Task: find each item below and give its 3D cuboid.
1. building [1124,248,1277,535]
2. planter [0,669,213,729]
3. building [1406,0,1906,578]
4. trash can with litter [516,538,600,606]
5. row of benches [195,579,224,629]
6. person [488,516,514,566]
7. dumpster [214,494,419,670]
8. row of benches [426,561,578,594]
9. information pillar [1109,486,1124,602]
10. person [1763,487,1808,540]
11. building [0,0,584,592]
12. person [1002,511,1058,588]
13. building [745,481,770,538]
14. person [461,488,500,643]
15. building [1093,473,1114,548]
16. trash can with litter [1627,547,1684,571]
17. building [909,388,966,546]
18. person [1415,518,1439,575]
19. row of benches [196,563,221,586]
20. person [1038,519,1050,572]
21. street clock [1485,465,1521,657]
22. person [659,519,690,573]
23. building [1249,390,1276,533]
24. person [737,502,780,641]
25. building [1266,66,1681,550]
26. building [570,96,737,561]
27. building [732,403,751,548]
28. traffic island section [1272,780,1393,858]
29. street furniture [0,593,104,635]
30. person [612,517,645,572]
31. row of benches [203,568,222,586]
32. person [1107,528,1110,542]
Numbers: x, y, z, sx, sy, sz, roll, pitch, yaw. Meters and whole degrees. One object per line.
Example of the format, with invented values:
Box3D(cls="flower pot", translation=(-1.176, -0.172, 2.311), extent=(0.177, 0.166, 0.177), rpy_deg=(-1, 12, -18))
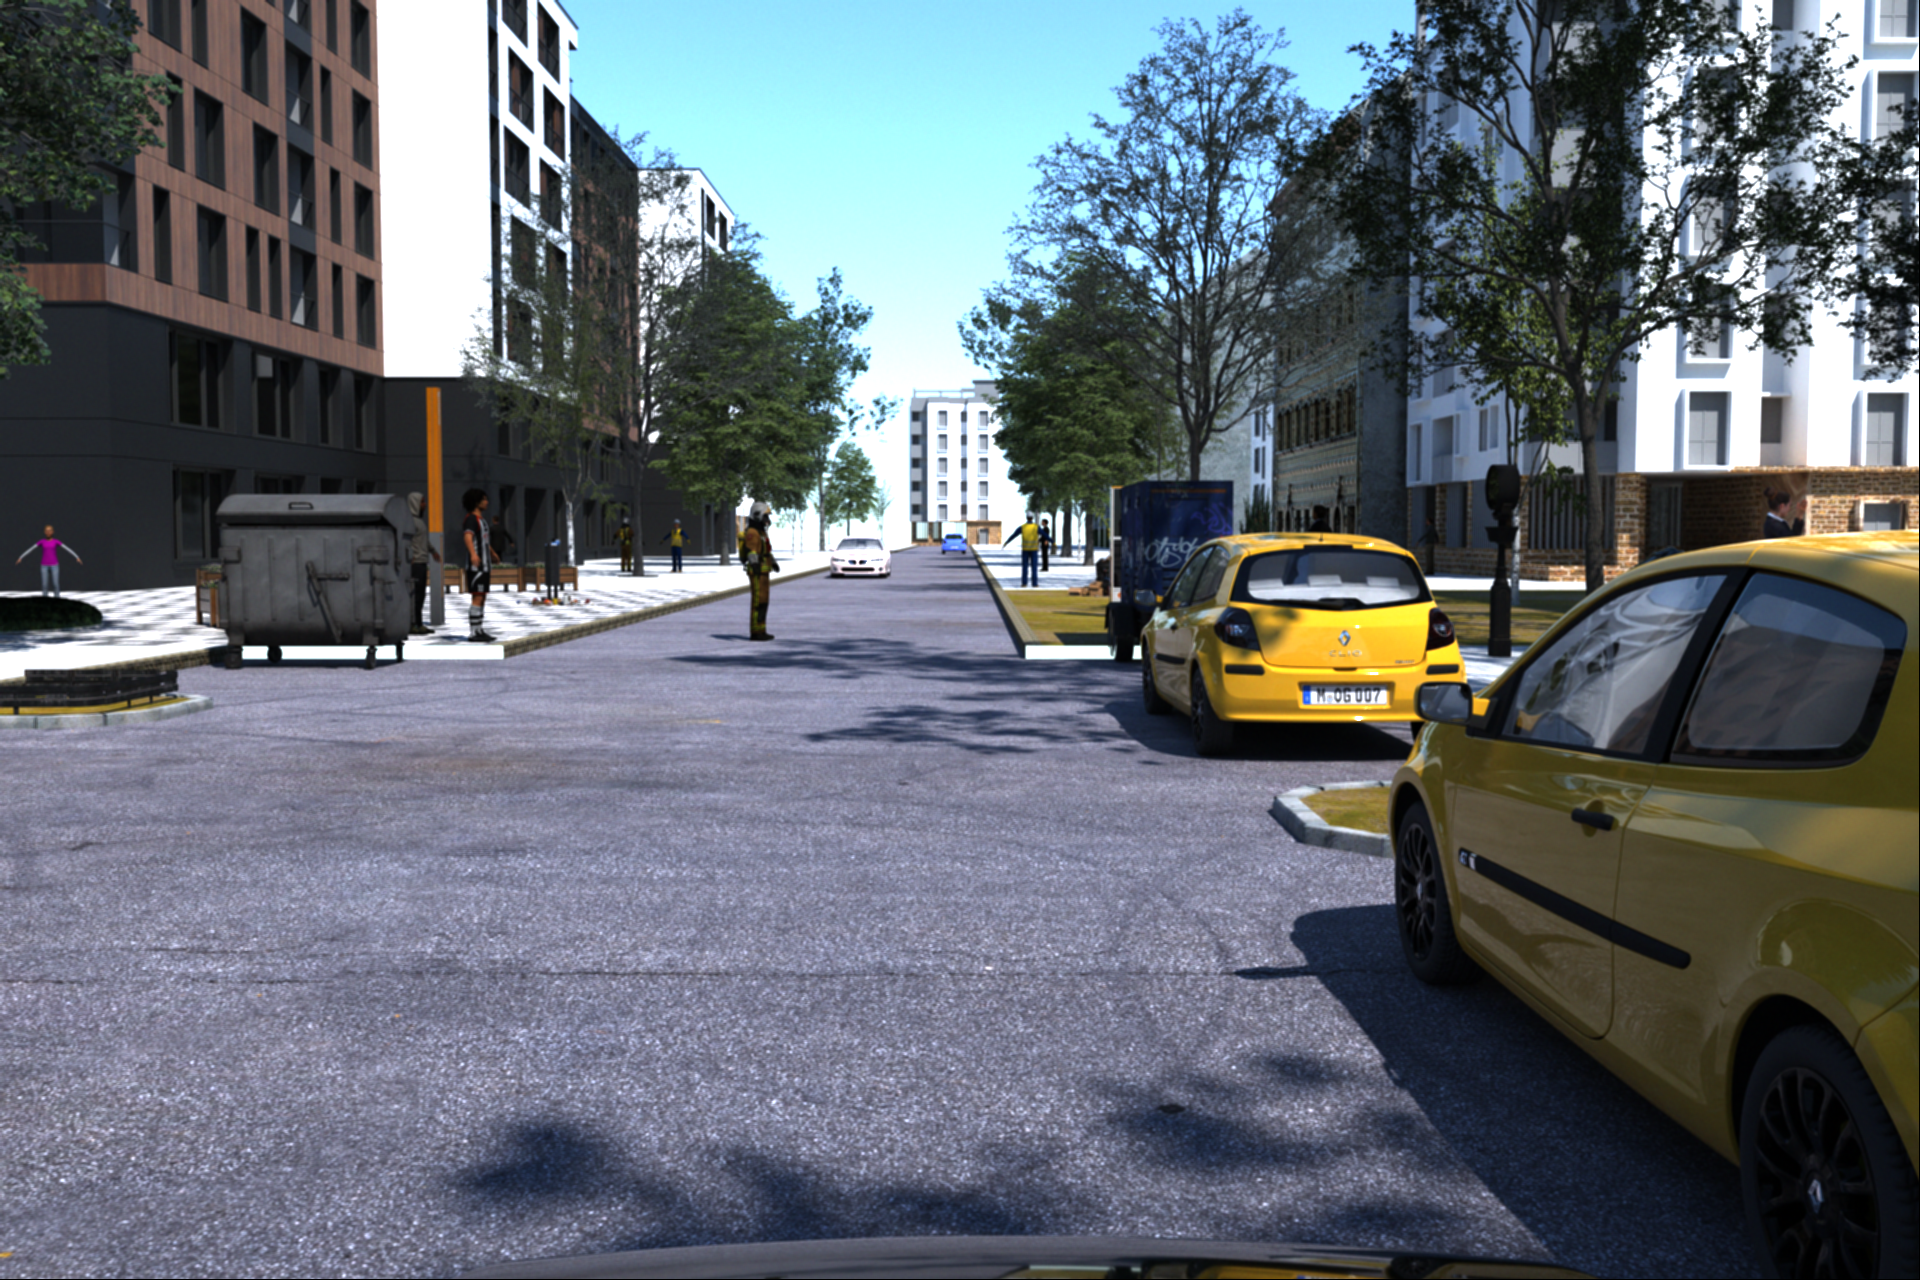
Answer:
Box3D(cls="building", translation=(22.682, -19.013, 141.796), extent=(19.493, 23.208, 18.063), rpy_deg=(0, 4, 1))
Box3D(cls="planter", translation=(-7.119, 0.454, 13.716), extent=(1.991, 0.319, 1.994), rpy_deg=(0, 3, 0))
Box3D(cls="building", translation=(20.747, -12.383, 58.884), extent=(16.016, 20.090, 11.380), rpy_deg=(0, 4, 0))
Box3D(cls="trash can with litter", translation=(-7.289, -1.269, 31.812), extent=(1.678, 1.210, 2.233), rpy_deg=(0, 4, 0))
Box3D(cls="row of benches", translation=(-9.423, -0.462, 23.016), extent=(1.422, 0.672, 4.104), rpy_deg=(-2, 4, -34))
Box3D(cls="person", translation=(-13.092, -2.606, 48.837), extent=(0.704, 1.802, 1.346), rpy_deg=(3, 4, 37))
Box3D(cls="dumpster", translation=(-6.944, -0.644, 18.745), extent=(1.865, 1.857, 1.264), rpy_deg=(0, 4, 0))
Box3D(cls="row of benches", translation=(-10.264, -1.366, 37.791), extent=(1.422, 0.672, 4.104), rpy_deg=(3, 5, 44))
Box3D(cls="information pillar", translation=(2.483, -1.369, 26.871), extent=(0.304, 2.012, 0.304), rpy_deg=(0, 4, -1))
Box3D(cls="person", translation=(7.773, -0.573, 16.216), extent=(0.445, 1.727, 0.742), rpy_deg=(-1, 4, -12))
Box3D(cls="building", translation=(-29.309, -12.851, 54.095), extent=(27.936, 21.610, 32.646), rpy_deg=(0, 3, 0))
Box3D(cls="person", translation=(1.675, -2.178, 41.580), extent=(1.349, 1.833, 0.705), rpy_deg=(0, 4, 3))
Box3D(cls="building", translation=(-25.200, -19.185, 170.086), extent=(16.016, 20.090, 11.380), rpy_deg=(0, 4, 1))
Box3D(cls="person", translation=(-5.705, -0.884, 20.596), extent=(0.704, 1.843, 1.345), rpy_deg=(0, 4, -5))
Box3D(cls="building", translation=(21.968, -18.517, 169.204), extent=(16.747, 18.905, 31.486), rpy_deg=(0, 4, 0))
Box3D(cls="trash can with litter", translation=(5.836, -0.232, 15.174), extent=(1.055, 1.170, 0.624), rpy_deg=(0, 4, 0))
Box3D(cls="building", translation=(-5.928, -21.814, 215.527), extent=(11.380, 20.090, 16.016), rpy_deg=(0, 4, -5))
Box3D(cls="person", translation=(14.717, -2.941, 54.349), extent=(0.705, 1.796, 1.348), rpy_deg=(3, 5, 43))
Box3D(cls="row of benches", translation=(-14.321, -1.248, 35.872), extent=(4.104, 0.672, 1.422), rpy_deg=(2, 4, 30))
Box3D(cls="person", translation=(2.886, -3.260, 59.481), extent=(0.705, 1.806, 1.347), rpy_deg=(-1, 4, -10))
Box3D(cls="street clock", translation=(5.658, -0.828, 18.104), extent=(0.358, 2.002, 0.471), rpy_deg=(0, 3, 0))
Box3D(cls="person", translation=(-9.484, -3.134, 57.700), extent=(1.216, 1.772, 0.721), rpy_deg=(2, 4, 26))
Box3D(cls="building", translation=(22.473, -9.325, 94.607), extent=(9.099, 9.664, 28.070), rpy_deg=(0, 4, 1))
Box3D(cls="person", translation=(-2.673, -0.922, 23.307), extent=(0.705, 1.858, 1.354), rpy_deg=(0, 4, 6))
Box3D(cls="building", translation=(23.745, -14.684, 71.018), extent=(19.493, 23.208, 18.063), rpy_deg=(0, 4, 1))
Box3D(cls="building", translation=(-28.454, -15.352, 94.979), extent=(27.936, 21.610, 32.646), rpy_deg=(0, 4, 0))
Box3D(cls="building", translation=(-24.570, -17.928, 149.540), extent=(16.016, 20.090, 11.380), rpy_deg=(0, 4, -1))
Box3D(cls="traffic island section", translation=(2.587, 0.880, 8.471), extent=(1.991, 0.108, 1.994), rpy_deg=(0, 4, 1))
Box3D(cls="street furniture", translation=(-16.881, -0.405, 22.244), extent=(10.072, 0.657, 5.734), rpy_deg=(0, 4, 6))
Box3D(cls="person", translation=(-11.206, -3.209, 58.239), extent=(1.354, 1.858, 0.705), rpy_deg=(2, 4, 27))
Box3D(cls="row of benches", translation=(-12.699, -1.055, 32.707), extent=(4.104, 0.672, 1.422), rpy_deg=(2, 4, 30))
Box3D(cls="person", translation=(5.094, -3.076, 56.066), extent=(0.705, 1.856, 1.354), rpy_deg=(0, 4, -3))
